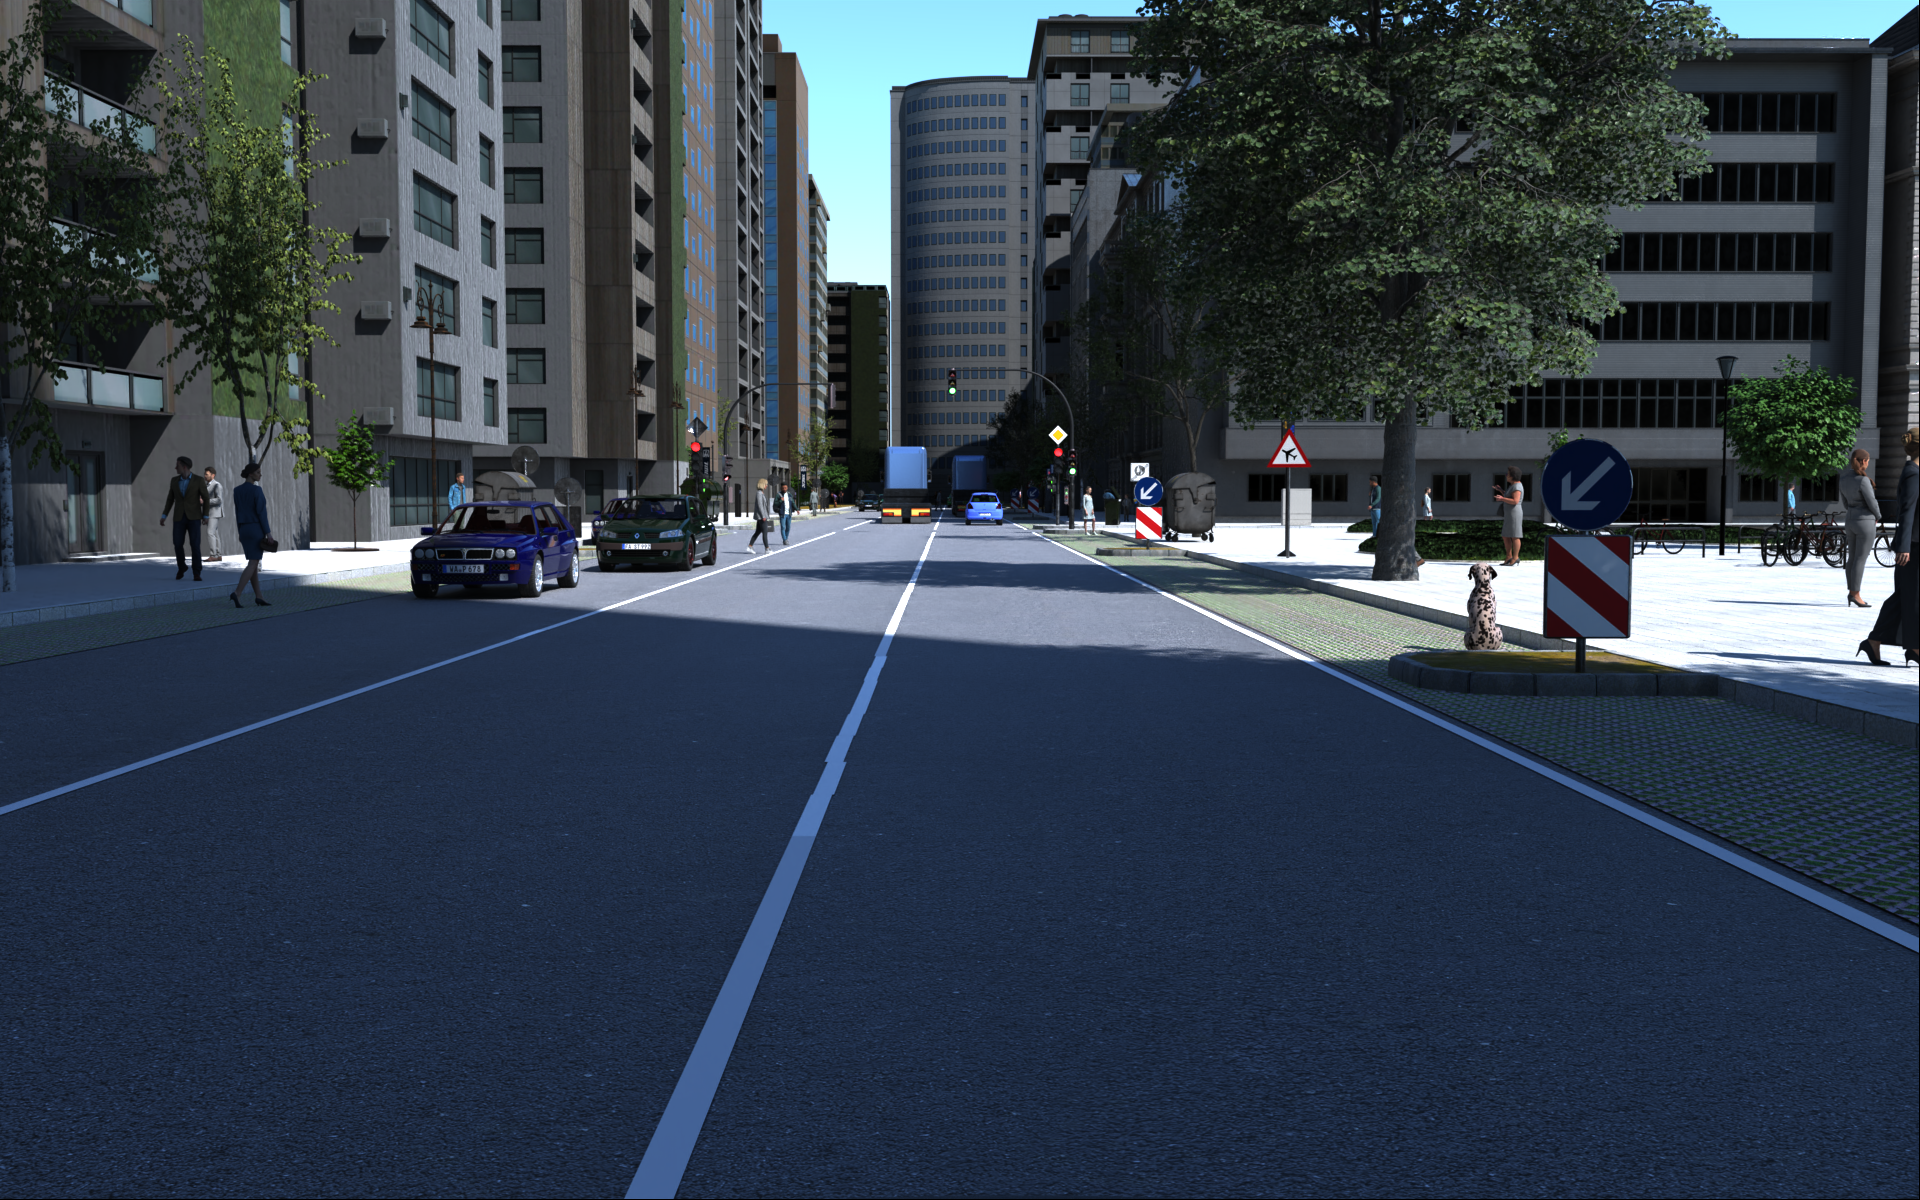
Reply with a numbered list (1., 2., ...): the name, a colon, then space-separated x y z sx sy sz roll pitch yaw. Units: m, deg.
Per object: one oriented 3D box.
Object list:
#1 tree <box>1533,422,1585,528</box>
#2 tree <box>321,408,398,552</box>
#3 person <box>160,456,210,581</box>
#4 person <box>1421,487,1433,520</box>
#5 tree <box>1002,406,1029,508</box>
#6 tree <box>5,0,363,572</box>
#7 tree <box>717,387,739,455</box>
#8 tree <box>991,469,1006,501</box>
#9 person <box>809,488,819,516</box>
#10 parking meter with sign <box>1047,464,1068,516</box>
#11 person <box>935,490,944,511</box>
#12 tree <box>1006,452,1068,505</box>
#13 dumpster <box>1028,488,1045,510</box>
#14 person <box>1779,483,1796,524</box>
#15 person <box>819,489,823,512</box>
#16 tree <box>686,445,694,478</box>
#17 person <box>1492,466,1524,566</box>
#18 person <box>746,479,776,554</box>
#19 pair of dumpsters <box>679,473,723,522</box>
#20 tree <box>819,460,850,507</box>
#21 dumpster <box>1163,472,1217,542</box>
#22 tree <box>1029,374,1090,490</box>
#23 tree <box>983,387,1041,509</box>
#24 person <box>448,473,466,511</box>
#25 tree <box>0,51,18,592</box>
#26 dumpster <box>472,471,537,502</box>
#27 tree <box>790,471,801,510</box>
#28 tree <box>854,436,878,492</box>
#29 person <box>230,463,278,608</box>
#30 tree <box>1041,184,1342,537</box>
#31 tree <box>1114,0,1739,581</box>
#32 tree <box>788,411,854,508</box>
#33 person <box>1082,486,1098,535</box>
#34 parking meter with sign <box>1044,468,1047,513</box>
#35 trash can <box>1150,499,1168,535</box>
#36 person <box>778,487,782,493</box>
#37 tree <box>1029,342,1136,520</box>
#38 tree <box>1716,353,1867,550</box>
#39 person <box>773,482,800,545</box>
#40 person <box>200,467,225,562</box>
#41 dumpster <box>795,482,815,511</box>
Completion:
1. tree: 16.129 -3.165 46.355 1.663 3.219 1.824 0 3 0
2. tree: -13.500 -2.714 38.973 1.663 3.219 1.824 0 3 0
3. person: -11.524 -1.211 25.755 0.656 1.842 0.836 -2 4 -35
4. person: 18.433 -3.598 68.337 0.522 1.701 0.512 1 4 21
5. tree: 5.566 -11.527 138.829 4.360 8.622 3.978 0 3 0
6. tree: -11.601 -4.750 28.019 4.737 8.622 4.395 0 3 0
7. tree: -16.727 -10.035 114.432 4.737 8.622 4.395 0 3 0
8. tree: 6.467 -13.857 210.282 4.285 4.588 4.351 0 3 0
9. person: -9.329 -6.234 110.530 0.391 1.810 0.635 2 4 35
10. parking meter with sign: 5.992 -6.465 101.968 0.543 3.016 1.738 2 4 35
11. person: -1.724 -8.316 144.735 0.850 1.792 0.678 1 4 12
12. tree: 6.451 -8.860 128.569 4.285 4.588 4.351 0 3 0
13. dumpster: 5.903 -7.791 133.135 1.264 1.857 1.865 0 4 0
14. person: 31.296 -3.490 65.424 0.638 1.841 0.748 -3 5 -44
15. person: -10.478 -7.500 131.311 0.526 1.800 0.537 -1 4 -19
16. tree: -15.080 -6.495 89.906 4.285 4.588 4.351 0 3 0
17. person: 9.767 -1.501 30.940 0.532 1.782 0.716 1 4 9
18. person: -4.766 -2.008 41.519 0.728 1.800 0.709 0 4 1
19. pair of dumpsters: -11.721 -4.635 78.282 1.574 2.255 4.437 0 4 0
20. tree: -12.173 -11.283 168.193 4.285 4.588 4.351 0 3 0
21. dumpster: 6.217 -2.502 46.664 1.264 1.857 1.865 0 4 0
22. tree: 6.221 -9.581 107.017 4.737 8.622 4.395 0 3 0
23. tree: 5.411 -13.219 150.541 7.601 10.594 8.767 0 4 6
24. person: -11.962 -2.131 41.229 0.444 1.785 0.601 2 4 35
25. tree: -12.279 -4.418 22.604 4.737 8.622 4.395 0 3 0
26. dumpster: -11.692 -2.366 44.437 1.264 1.857 1.865 0 4 0
27. tree: -13.492 -8.969 141.242 1.663 3.219 1.824 0 3 0
28. tree: -12.235 -16.000 211.970 4.737 8.622 4.395 0 3 0
29. person: -8.969 -0.814 21.836 0.581 1.822 0.654 3 5 40
30. tree: 7.082 -7.158 51.446 8.767 10.594 7.601 0 4 6
31. tree: 6.473 -7.272 25.553 9.857 13.997 8.962 0 3 0
32. tree: -12.564 -12.200 149.827 4.737 8.622 4.395 0 3 0
33. person: 4.452 -3.097 60.137 0.512 1.701 0.522 -3 5 -44
34. parking meter with sign: 6.000 -7.385 117.005 0.543 3.016 1.738 1 4 9
35. trash can: 6.330 -2.657 55.103 0.748 1.137 0.748 0 3 0
36. person: -8.647 -4.633 84.269 0.581 1.822 0.654 0 4 -3
37. tree: 6.194 -8.200 84.427 4.360 8.622 3.978 0 3 0
38. tree: 19.402 -3.469 40.433 4.285 4.588 4.351 0 3 0
39. person: -4.917 -2.433 48.625 0.721 1.781 0.623 3 5 42
40. person: -14.310 -1.633 32.941 0.606 1.804 0.583 3 4 39
41. dumpster: -12.087 -8.098 134.903 1.502 2.255 1.985 0 4 0
